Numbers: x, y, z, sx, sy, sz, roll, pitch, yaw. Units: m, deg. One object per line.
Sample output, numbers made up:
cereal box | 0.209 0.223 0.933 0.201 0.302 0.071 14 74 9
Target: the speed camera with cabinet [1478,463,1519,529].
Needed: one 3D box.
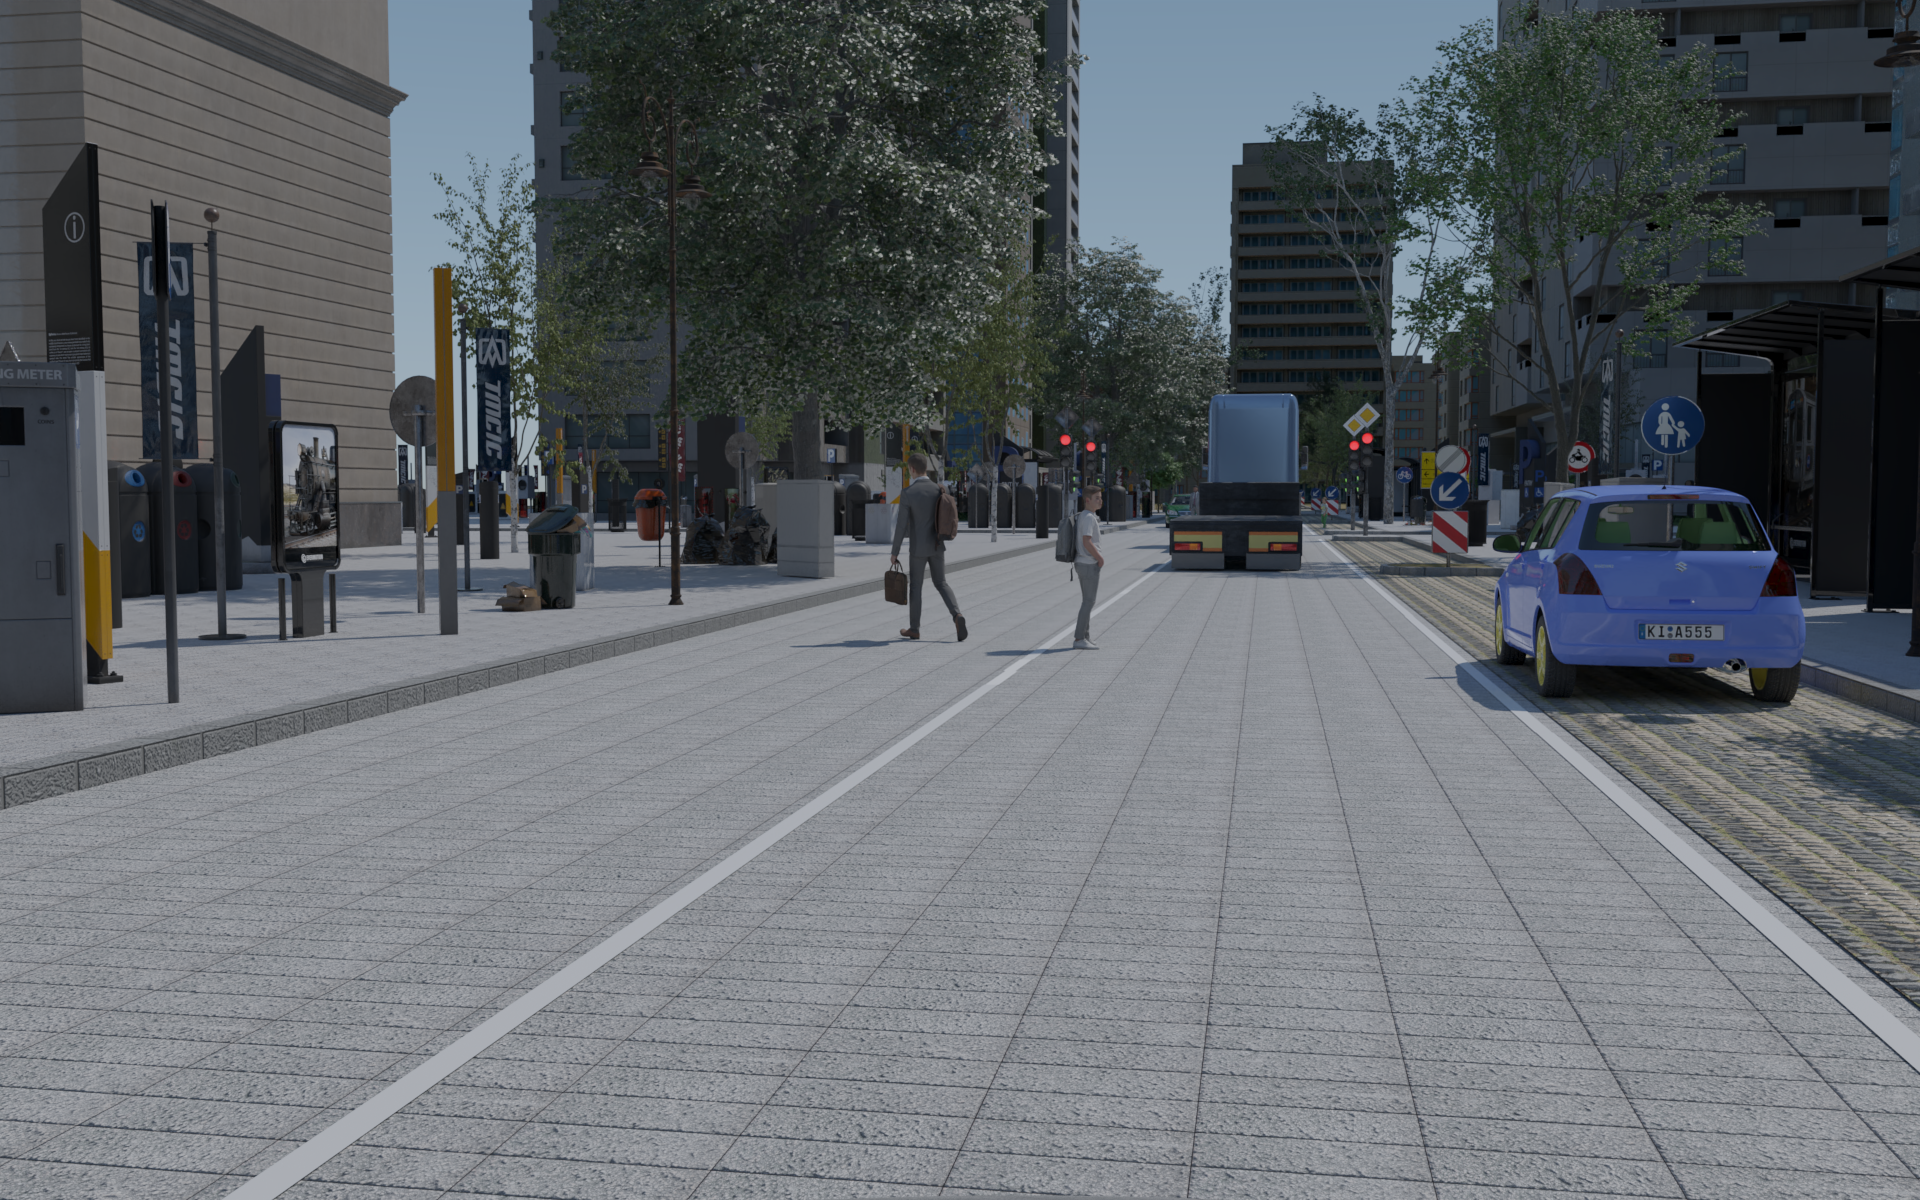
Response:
speed camera with cabinet | 20.141 -4.260 63.988 0.660 3.252 2.038 -2 4 -31

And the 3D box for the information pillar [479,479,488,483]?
information pillar | -22.679 -4.772 82.521 0.304 2.012 0.304 -3 5 -44

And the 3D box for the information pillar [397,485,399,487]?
information pillar | -43.726 -7.995 135.208 0.304 2.012 0.304 -2 4 -25

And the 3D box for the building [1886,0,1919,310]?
building | 95.912 -33.874 173.455 30.456 49.044 23.786 1 4 10

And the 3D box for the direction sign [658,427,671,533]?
direction sign | -9.644 -4.001 57.412 0.876 3.537 0.379 2 4 29

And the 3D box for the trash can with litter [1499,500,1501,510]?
trash can with litter | 28.707 -4.970 92.642 0.624 1.170 1.055 2 4 35

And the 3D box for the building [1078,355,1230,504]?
building | 24.016 -24.664 248.297 28.899 21.520 27.650 1 4 10

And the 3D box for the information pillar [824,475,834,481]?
information pillar | -5.124 -3.868 67.731 0.304 2.012 0.304 -2 4 -24

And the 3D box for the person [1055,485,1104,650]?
person | 1.172 -0.302 16.034 0.523 1.515 0.503 -3 4 -38

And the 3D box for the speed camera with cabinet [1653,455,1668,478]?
speed camera with cabinet | 32.220 -5.290 80.825 0.660 3.252 2.038 -2 4 -25

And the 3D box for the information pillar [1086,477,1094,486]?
information pillar | 5.462 -4.187 72.948 0.304 2.012 0.304 1 4 9

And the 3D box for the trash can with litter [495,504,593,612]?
trash can with litter | -4.619 -0.479 19.216 0.624 1.170 1.055 2 4 27

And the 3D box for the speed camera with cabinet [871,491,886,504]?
speed camera with cabinet | -3.409 -5.585 85.656 2.038 3.252 0.660 0 4 1

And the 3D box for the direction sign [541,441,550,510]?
direction sign | -17.864 -5.057 74.686 0.379 3.537 0.876 -3 4 -38

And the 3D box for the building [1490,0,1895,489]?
building | 60.971 -34.138 147.396 28.713 52.752 27.495 1 4 10

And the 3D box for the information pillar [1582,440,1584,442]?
information pillar | 26.777 -5.095 74.652 0.183 3.616 0.504 1 4 9

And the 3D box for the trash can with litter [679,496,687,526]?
trash can with litter | -10.951 -3.605 69.996 1.678 1.210 2.233 1 4 12

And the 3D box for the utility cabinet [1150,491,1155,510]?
utility cabinet | 14.890 -7.697 134.528 0.318 1.500 1.173 1 4 12

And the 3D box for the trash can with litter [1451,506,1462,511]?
trash can with litter | 14.846 -2.424 51.015 0.624 1.170 1.055 -1 4 -9

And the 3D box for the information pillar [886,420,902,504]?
information pillar | -2.023 -3.745 52.592 0.504 3.616 0.183 0 4 3

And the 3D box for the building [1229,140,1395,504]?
building | 48.372 -37.707 240.218 21.600 48.544 21.300 1 4 10

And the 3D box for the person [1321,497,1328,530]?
person | 14.528 -3.440 69.000 0.306 1.304 0.590 2 4 31

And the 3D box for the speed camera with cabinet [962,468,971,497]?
speed camera with cabinet | 0.417 -8.333 130.587 0.660 3.252 2.038 3 5 45

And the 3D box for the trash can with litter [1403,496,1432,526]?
trash can with litter | 19.014 -3.635 70.496 2.233 1.210 1.678 0 4 1

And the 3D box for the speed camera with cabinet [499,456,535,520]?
speed camera with cabinet | -22.169 -5.626 86.315 2.038 3.252 0.660 2 4 27

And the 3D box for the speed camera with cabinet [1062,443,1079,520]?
speed camera with cabinet | 4.289 -4.483 67.635 0.660 3.252 2.038 0 4 2

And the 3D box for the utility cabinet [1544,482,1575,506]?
utility cabinet | 11.283 -1.463 32.597 0.318 1.500 1.173 2 4 32

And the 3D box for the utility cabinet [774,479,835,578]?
utility cabinet | -2.371 -1.098 26.636 0.318 1.500 1.173 -3 4 -38

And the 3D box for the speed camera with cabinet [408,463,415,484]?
speed camera with cabinet | -34.886 -7.003 108.832 0.660 3.252 2.038 2 4 32

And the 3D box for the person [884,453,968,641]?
person | -0.331 -0.517 16.910 0.622 1.834 0.822 -3 4 -38

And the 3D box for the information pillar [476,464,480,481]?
information pillar | -37.190 -8.719 133.914 0.504 3.616 0.183 0 4 6

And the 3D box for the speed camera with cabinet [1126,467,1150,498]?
speed camera with cabinet | 10.925 -7.039 109.424 2.038 3.252 0.660 1 4 14

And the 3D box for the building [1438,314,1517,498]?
building | 64.496 -20.265 176.371 27.650 21.520 28.899 1 4 10

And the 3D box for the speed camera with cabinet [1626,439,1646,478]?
speed camera with cabinet | 23.802 -4.194 62.912 2.038 3.252 0.660 1 4 22

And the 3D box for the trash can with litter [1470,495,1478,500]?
trash can with litter | 30.306 -5.623 102.996 1.678 1.210 2.233 -3 5 -40

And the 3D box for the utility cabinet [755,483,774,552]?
utility cabinet | -3.460 -1.562 34.214 1.173 1.500 0.318 1 4 20

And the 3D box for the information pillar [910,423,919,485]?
information pillar | -1.557 -3.983 56.477 0.504 3.616 0.183 -2 4 -26

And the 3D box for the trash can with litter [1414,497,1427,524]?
trash can with litter | 19.294 -3.756 72.791 0.624 1.170 1.055 1 4 15

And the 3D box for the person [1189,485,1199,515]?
person | 9.652 -3.793 70.791 0.678 1.792 0.850 2 4 26

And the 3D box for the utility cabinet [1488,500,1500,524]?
utility cabinet | 22.723 -3.855 74.188 1.020 1.237 0.306 -3 5 -43

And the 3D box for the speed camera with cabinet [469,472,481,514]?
speed camera with cabinet | -30.876 -7.087 110.207 0.660 3.252 2.038 2 4 31

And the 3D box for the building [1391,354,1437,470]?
building | 73.851 -24.165 240.130 28.899 21.520 27.650 1 4 10

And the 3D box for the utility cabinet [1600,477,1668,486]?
utility cabinet | 9.166 -0.910 23.558 1.173 1.500 0.318 -2 4 -35

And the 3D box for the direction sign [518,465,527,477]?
direction sign | -33.768 -8.680 133.916 0.379 3.537 0.876 3 5 44

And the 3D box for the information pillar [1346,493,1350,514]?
information pillar | 24.808 -6.488 110.572 0.304 2.012 0.304 0 4 3

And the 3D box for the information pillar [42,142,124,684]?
information pillar | -5.979 -1.247 11.748 0.504 3.616 0.183 2 4 26

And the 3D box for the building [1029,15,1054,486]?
building | -1.653 -44.399 164.175 20.563 71.187 20.611 1 4 10

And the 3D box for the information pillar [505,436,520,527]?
information pillar | -17.214 -4.600 66.566 0.504 3.616 0.183 -3 4 -38

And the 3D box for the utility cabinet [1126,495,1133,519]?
utility cabinet | 8.353 -4.737 88.609 1.020 1.237 0.306 3 5 42

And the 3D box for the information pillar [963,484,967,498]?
information pillar | 0.365 -7.400 125.484 0.304 2.012 0.304 1 4 9

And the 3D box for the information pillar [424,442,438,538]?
information pillar | -15.534 -3.647 50.988 0.183 3.616 0.504 2 4 34
